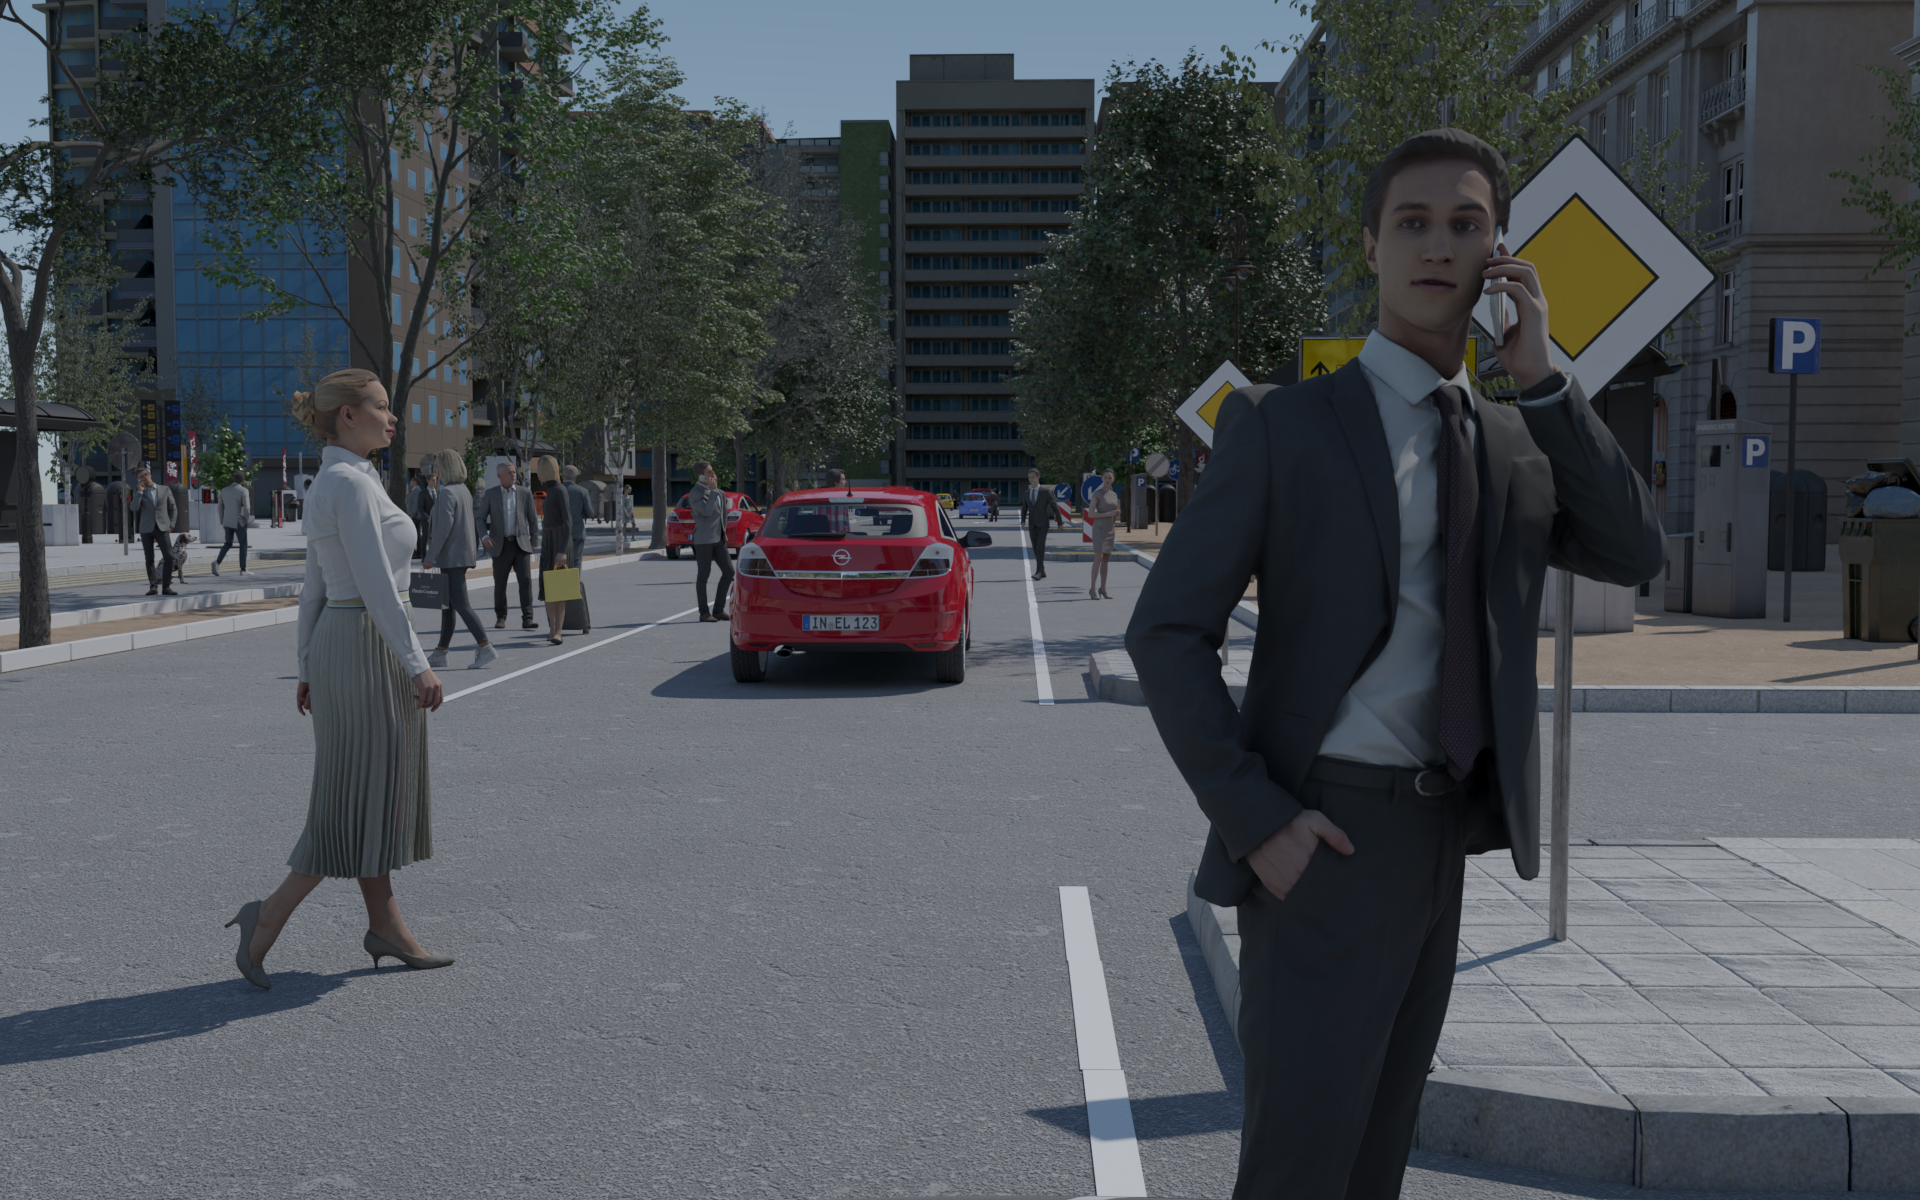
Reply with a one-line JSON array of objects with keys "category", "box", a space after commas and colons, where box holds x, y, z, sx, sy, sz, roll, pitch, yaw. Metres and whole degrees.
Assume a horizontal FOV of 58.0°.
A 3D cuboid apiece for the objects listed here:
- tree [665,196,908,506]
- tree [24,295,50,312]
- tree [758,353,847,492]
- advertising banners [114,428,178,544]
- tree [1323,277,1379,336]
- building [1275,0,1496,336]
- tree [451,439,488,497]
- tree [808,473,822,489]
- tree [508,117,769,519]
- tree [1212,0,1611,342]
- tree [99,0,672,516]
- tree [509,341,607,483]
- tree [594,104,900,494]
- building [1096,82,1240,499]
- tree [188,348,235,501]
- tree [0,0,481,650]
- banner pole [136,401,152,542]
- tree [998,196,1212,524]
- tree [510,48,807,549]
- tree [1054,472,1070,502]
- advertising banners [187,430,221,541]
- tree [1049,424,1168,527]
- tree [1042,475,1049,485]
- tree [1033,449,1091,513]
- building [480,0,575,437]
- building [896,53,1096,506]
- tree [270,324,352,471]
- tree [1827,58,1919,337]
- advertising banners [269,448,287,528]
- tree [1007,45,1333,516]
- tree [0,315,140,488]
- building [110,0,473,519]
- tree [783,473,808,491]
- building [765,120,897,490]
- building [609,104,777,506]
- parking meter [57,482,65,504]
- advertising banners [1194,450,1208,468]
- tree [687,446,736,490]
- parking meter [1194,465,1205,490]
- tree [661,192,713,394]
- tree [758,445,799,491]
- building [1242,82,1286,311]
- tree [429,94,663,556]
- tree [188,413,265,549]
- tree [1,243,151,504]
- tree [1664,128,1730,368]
[{"category": "tree", "box": [-6.910, -8.942, 65.671, 9.611, 12.733, 9.660, 0, 3, 0]}, {"category": "tree", "box": [-34.792, -6.988, 64.614, 4.737, 8.622, 4.395, 0, 3, 0]}, {"category": "tree", "box": [-6.974, -7.370, 73.311, 4.360, 8.622, 3.978, 0, 3, 0]}, {"category": "advertising banners", "box": [-21.248, -3.008, 45.375, 0.090, 3.025, 2.074, 2, 4, 26]}, {"category": "tree", "box": [13.119, -6.580, 57.952, 4.360, 8.622, 3.978, 0, 3, 0]}, {"category": "building", "box": [38.717, -27.181, 136.295, 32.217, 40.220, 23.993, 0, 4, 2]}, {"category": "tree", "box": [-16.853, -3.973, 59.554, 1.663, 3.219, 1.824, 0, 3, 0]}, {"category": "tree", "box": [-13.543, -10.190, 161.200, 1.663, 3.219, 1.824, 0, 3, 0]}, {"category": "tree", "box": [-16.364, -14.183, 87.773, 12.611, 20.169, 13.585, 0, 3, 0]}, {"category": "tree", "box": [4.791, -4.156, 18.319, 4.737, 8.622, 4.395, 0, 3, 0]}, {"category": "tree", "box": [-7.974, -5.880, 24.356, 9.928, 11.665, 9.643, 0, 3, 0]}, {"category": "tree", "box": [-17.830, -7.800, 77.892, 4.737, 8.622, 4.395, 0, 3, 0]}, {"category": "tree", "box": [-6.957, -8.667, 54.527, 12.009, 13.543, 11.850, 0, 3, 0]}, {"category": "building", "box": [22.388, -33.114, 191.527, 14.200, 45.320, 14.600, 0, 4, 2]}, {"category": "tree", "box": [-37.843, -8.272, 85.607, 4.360, 8.622, 3.978, 0, 3, 0]}, {"category": "tree", "box": [-8.224, -4.809, 15.501, 8.767, 10.594, 7.601, 0, 4, 2]}, {"category": "banner pole", "box": [-22.072, -3.483, 46.968, 0.401, 3.779, 0.863, 0, 4, -3]}, {"category": "tree", "box": [6.577, -10.312, 75.250, 9.857, 13.997, 8.962, 0, 3, 0]}, {"category": "tree", "box": [-7.868, -7.594, 44.751, 7.486, 12.596, 7.792, 0, 3, 0]}, {"category": "tree", "box": [7.746, -10.831, 127.453, 4.737, 8.622, 4.395, 0, 3, 0]}, {"category": "advertising banners", "box": [-20.951, -3.180, 48.176, 0.090, 3.025, 2.074, 0, 4, 2]}, {"category": "tree", "box": [6.675, -5.182, 68.447, 4.285, 4.588, 4.351, 0, 3, 0]}, {"category": "tree", "box": [9.389, -10.948, 162.718, 4.285, 4.588, 4.351, 0, 3, 0]}, {"category": "tree", "box": [8.266, -12.293, 119.120, 7.486, 12.596, 7.792, 0, 3, 0]}, {"category": "building", "box": [-38.896, -28.330, 117.815, 22.147, 44.769, 28.867, 0, 4, 2]}, {"category": "building", "box": [4.064, -34.932, 194.846, 21.600, 48.544, 21.300, 0, 4, 2]}, {"category": "tree", "box": [-27.479, -7.604, 74.685, 4.360, 8.622, 3.978, 0, 3, 0]}, {"category": "tree", "box": [15.002, -4.577, 25.190, 4.737, 8.622, 4.395, 0, 3, 0]}, {"category": "advertising banners", "box": [-25.720, -4.234, 65.411, 0.090, 3.025, 2.074, 0, 4, -4]}, {"category": "tree", "box": [5.772, -7.812, 44.732, 9.611, 12.733, 9.660, 0, 3, 0]}, {"category": "tree", "box": [-37.524, -7.564, 74.033, 4.737, 8.622, 4.395, 0, 3, 0]}, {"category": "building", "box": [-36.302, -27.262, 95.840, 14.600, 45.320, 14.200, 0, 4, 2]}, {"category": "tree", "box": [-13.550, -8.912, 140.316, 1.663, 3.219, 1.824, 0, 3, 0]}, {"category": "building", "box": [-14.189, -31.137, 192.689, 14.086, 41.232, 14.154, 0, 4, 2]}, {"category": "building", "box": [-35.678, -33.216, 197.700, 28.867, 44.769, 22.147, 0, 4, 2]}, {"category": "parking meter", "box": [-43.787, -4.819, 84.502, 0.255, 1.863, 0.399, 2, 4, 35]}, {"category": "advertising banners", "box": [10.329, -4.437, 68.730, 2.074, 3.025, 0.090, 1, 4, 8]}, {"category": "tree", "box": [-14.929, -7.368, 104.173, 4.285, 4.588, 4.351, 0, 3, 0]}, {"category": "parking meter", "box": [5.394, -2.021, 38.754, 0.255, 1.863, 0.399, -1, 4, -9]}, {"category": "tree", "box": [-7.650, -5.262, 38.849, 4.360, 8.622, 3.978, 0, 3, 0]}, {"category": "tree", "box": [-13.758, -11.195, 133.403, 4.737, 8.622, 4.395, 0, 3, 0]}, {"category": "building", "box": [36.598, -33.119, 191.605, 14.200, 45.320, 14.600, 0, 4, 2]}, {"category": "tree", "box": [-7.966, -4.828, 31.765, 4.360, 8.622, 3.978, 0, 3, 0]}, {"category": "tree", "box": [-17.309, -2.849, 41.188, 1.663, 3.219, 1.824, 0, 3, 0]}, {"category": "tree", "box": [-25.176, -6.038, 49.081, 4.360, 8.622, 3.978, 0, 3, 0]}, {"category": "tree", "box": [12.964, -5.128, 34.200, 4.737, 8.622, 4.395, 0, 3, 0]}]
